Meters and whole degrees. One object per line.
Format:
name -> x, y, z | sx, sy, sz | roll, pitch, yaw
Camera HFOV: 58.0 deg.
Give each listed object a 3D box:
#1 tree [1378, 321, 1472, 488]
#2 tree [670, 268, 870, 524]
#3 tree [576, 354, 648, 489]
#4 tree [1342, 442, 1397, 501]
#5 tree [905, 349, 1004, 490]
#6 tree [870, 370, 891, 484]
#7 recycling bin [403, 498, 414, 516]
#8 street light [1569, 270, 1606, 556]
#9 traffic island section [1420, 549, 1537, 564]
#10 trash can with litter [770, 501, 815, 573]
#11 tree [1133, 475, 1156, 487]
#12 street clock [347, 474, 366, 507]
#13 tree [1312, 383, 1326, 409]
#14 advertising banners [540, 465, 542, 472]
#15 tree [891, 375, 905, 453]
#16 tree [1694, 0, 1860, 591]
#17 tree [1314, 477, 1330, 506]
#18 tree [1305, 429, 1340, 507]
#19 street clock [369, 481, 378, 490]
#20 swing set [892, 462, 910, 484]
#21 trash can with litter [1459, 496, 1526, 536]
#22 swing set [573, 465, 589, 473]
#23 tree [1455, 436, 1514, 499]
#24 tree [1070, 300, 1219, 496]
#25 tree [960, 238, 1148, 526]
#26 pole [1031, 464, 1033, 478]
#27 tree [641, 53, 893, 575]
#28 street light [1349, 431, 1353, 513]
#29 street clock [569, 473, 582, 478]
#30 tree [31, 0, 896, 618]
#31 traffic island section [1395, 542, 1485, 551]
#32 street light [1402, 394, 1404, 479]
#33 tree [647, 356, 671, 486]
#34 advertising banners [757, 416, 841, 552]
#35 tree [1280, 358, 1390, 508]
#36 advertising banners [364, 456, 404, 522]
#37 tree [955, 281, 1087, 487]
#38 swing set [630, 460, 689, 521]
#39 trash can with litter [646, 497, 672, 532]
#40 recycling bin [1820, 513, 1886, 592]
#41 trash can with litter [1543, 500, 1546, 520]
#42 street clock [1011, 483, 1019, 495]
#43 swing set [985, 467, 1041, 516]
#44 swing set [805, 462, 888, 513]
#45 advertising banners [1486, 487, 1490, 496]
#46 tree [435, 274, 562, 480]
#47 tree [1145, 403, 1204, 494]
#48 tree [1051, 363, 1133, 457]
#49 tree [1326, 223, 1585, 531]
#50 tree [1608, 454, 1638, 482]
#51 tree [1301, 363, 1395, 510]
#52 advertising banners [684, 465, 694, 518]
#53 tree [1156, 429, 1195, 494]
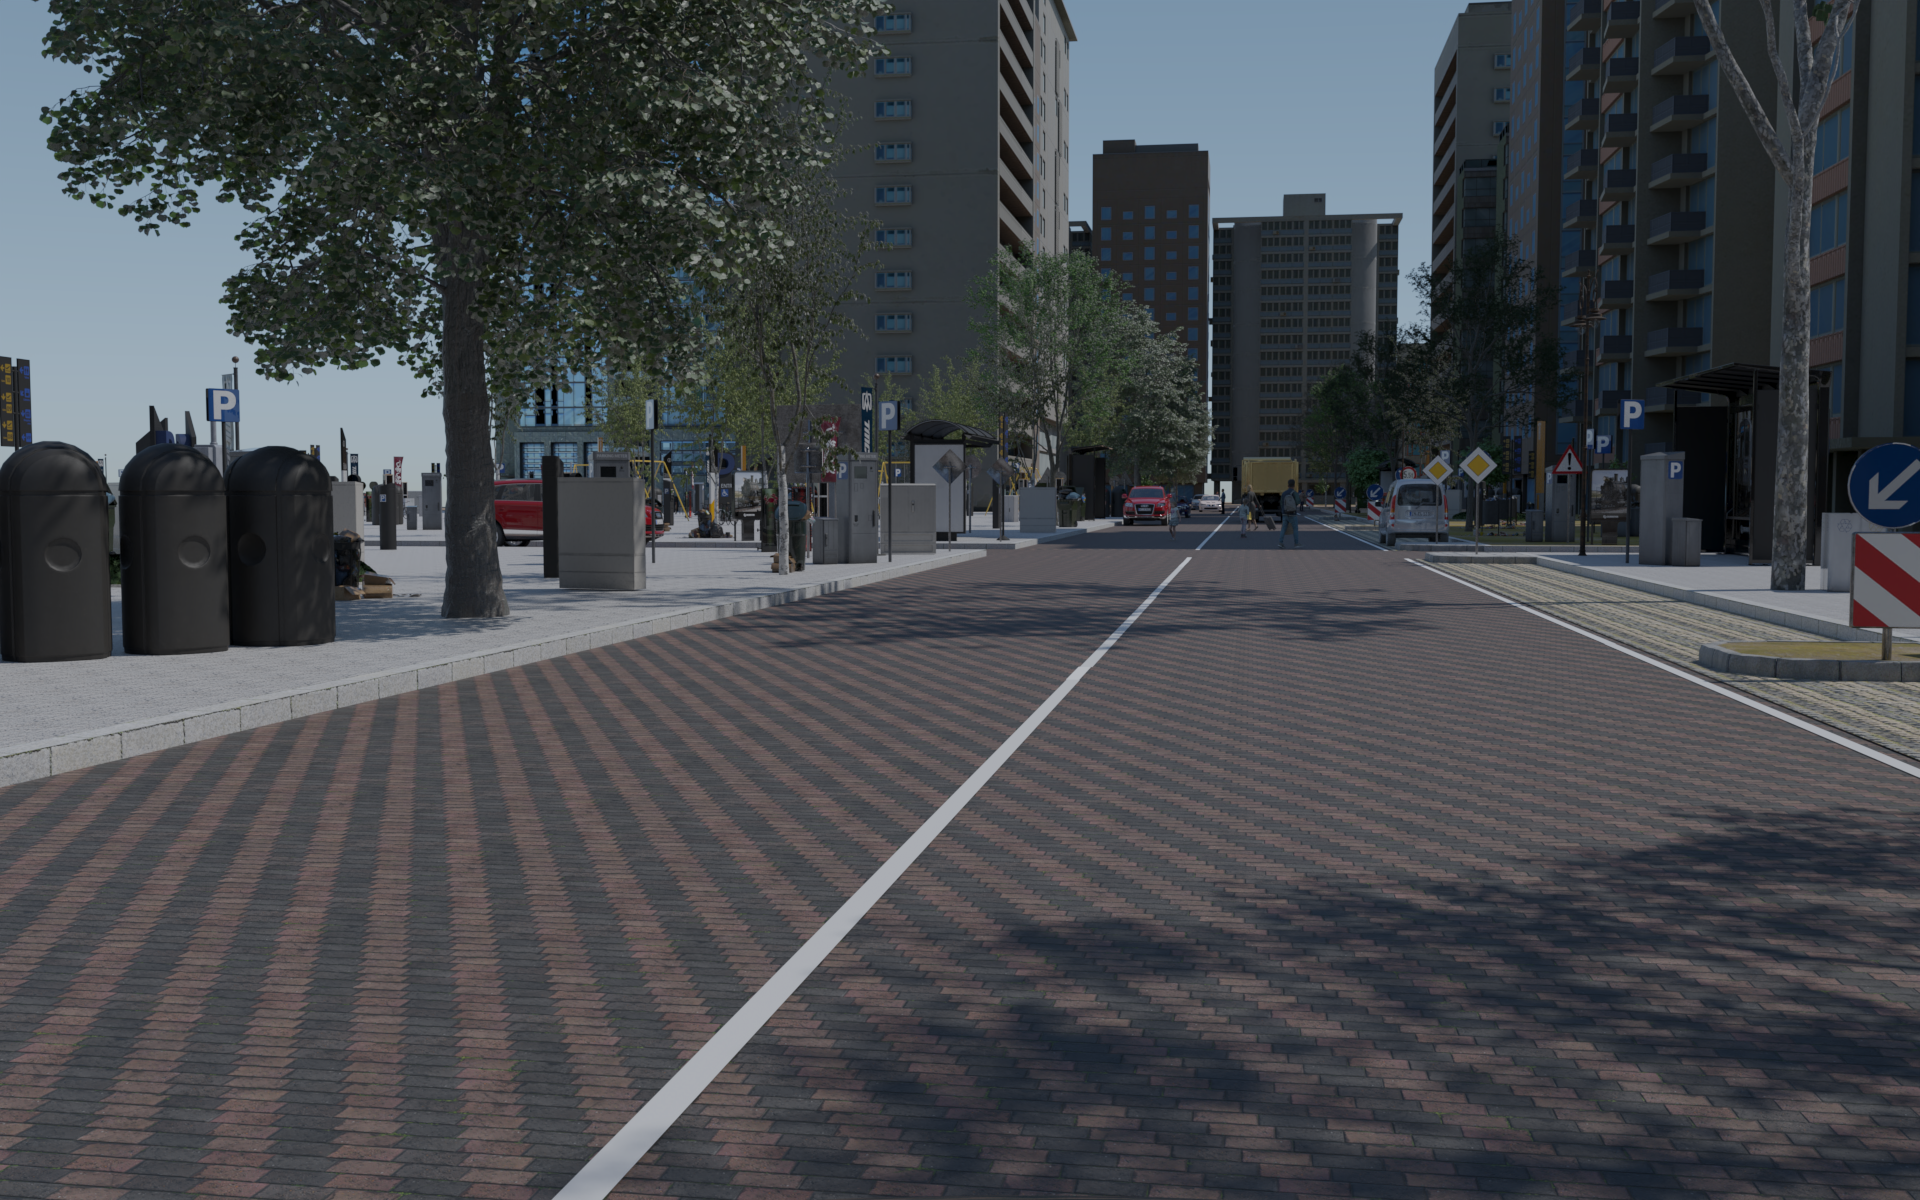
tree -> 19.689, -7.510, 73.145 | 4.360, 8.622, 3.978 | 0, 3, 0
tree -> -6.104, -6.483, 56.358 | 4.737, 8.622, 4.395 | 0, 3, 0
tree -> -13.863, -7.531, 73.490 | 4.737, 8.622, 4.395 | 0, 3, 0
tree -> 24.694, -7.396, 104.634 | 4.285, 4.588, 4.351 | 0, 3, 0
tree -> 0.298, -8.412, 87.899 | 4.737, 8.622, 4.395 | 0, 3, 0
tree -> -4.855, -9.289, 102.241 | 4.737, 8.622, 4.395 | 0, 3, 0
recycling bin -> -33.181, -5.576, 103.723 | 0.722, 1.027, 0.722 | 2, 4, 34
street light -> 12.945, -3.857, 35.842 | 0.468, 5.910, 1.993 | 1, 4, 9
traffic island section -> 10.983, -0.886, 36.761 | 2.009, 0.180, 2.903 | 1, 4, 9
trash can with litter -> -2.778, -1.050, 28.560 | 0.624, 1.170, 1.055 | 0, 4, 6
tree -> 14.055, -8.416, 132.210 | 1.663, 3.219, 1.824 | 0, 3, 0
street clock -> -22.042, -3.576, 63.040 | 0.471, 2.002, 0.358 | 1, 4, 8
tree -> 22.770, -9.535, 90.314 | 8.767, 10.594, 7.601 | 0, 4, 7
advertising banners -> -23.955, -6.540, 103.113 | 2.074, 3.025, 0.090 | 0, 4, 4
tree -> -0.858, -9.010, 97.668 | 4.737, 8.622, 4.395 | 0, 3, 0
tree -> 10.072, -10.262, 23.675 | 12.611, 20.169, 13.585 | 0, 3, 0
tree -> 39.965, -12.056, 191.719 | 1.663, 3.219, 1.824 | 0, 3, 0
tree -> 37.525, -13.957, 178.553 | 4.737, 8.622, 4.395 | 0, 3, 0
street clock -> -33.389, -5.756, 98.681 | 0.471, 2.002, 0.358 | 1, 4, 21
swing set -> -2.495, -5.305, 84.359 | 3.119, 2.851, 2.862 | 1, 4, 16
trash can with litter -> 16.618, -2.567, 53.027 | 2.233, 1.210, 1.678 | 2, 4, 30
swing set -> -18.872, -5.754, 91.697 | 3.119, 2.851, 2.862 | 0, 4, 6
tree -> 29.451, -6.928, 96.993 | 4.285, 4.588, 4.351 | 0, 3, 0
tree -> 11.689, -12.616, 112.935 | 9.857, 13.997, 8.962 | 0, 3, 0
tree -> 3.793, -8.813, 69.850 | 9.928, 11.665, 9.643 | 0, 3, 0
pole -> 4.797, -7.444, 115.553 | 0.158, 3.312, 0.155 | 0, 3, 0
tree -> -2.888, -4.689, 27.026 | 4.360, 8.622, 3.978 | 0, 3, 0
street light -> 26.574, -8.867, 117.763 | 0.468, 5.910, 1.993 | 1, 4, 9
street clock -> -12.958, -3.297, 58.471 | 0.358, 2.002, 0.471 | 2, 4, 26
tree -> -5.053, -6.793, 17.726 | 9.857, 13.997, 8.962 | 0, 3, 0
traffic island section -> 12.304, -1.367, 44.636 | 2.009, 0.180, 2.903 | 1, 4, 9
street light -> 19.903, -6.425, 77.839 | 0.468, 5.910, 1.993 | 1, 4, 9
tree -> -9.035, -6.934, 63.735 | 4.737, 8.622, 4.395 | 0, 3, 0
advertising banners -> -3.553, -2.587, 38.478 | 2.074, 3.025, 0.090 | -2, 4, -31
tree -> 33.903, -14.997, 155.575 | 12.009, 13.543, 11.850 | 0, 3, 0
advertising banners -> -26.540, -5.117, 79.848 | 0.090, 3.025, 2.074 | 3, 5, 40
tree -> 2.296, -6.685, 59.655 | 4.360, 8.622, 3.978 | 0, 3, 0
swing set -> -14.594, -5.110, 81.170 | 2.862, 2.851, 3.119 | 1, 4, 20
trash can with litter -> -10.338, -2.915, 59.054 | 0.624, 1.170, 1.055 | 2, 4, 25
recycling bin -> 11.817, -0.631, 22.870 | 0.722, 1.027, 0.722 | 1, 4, 18
trash can with litter -> 29.071, -4.564, 86.003 | 0.624, 1.170, 1.055 | -2, 4, -29
street clock -> 3.727, -6.890, 117.215 | 0.471, 2.002, 0.358 | -3, 4, -37
swing set -> 3.345, -6.385, 102.014 | 2.862, 2.851, 3.119 | -2, 4, -30
swing set -> -4.676, -3.846, 60.509 | 3.119, 2.851, 2.862 | 2, 4, 29
advertising banners -> 31.861, -6.655, 104.999 | 0.090, 3.025, 2.074 | 0, 4, 0
tree -> -14.239, -6.280, 53.038 | 4.360, 8.622, 3.978 | 0, 3, 0
tree -> 21.163, -14.810, 176.550 | 7.601, 10.594, 8.767 | -1, 4, -12
tree -> 7.234, -8.793, 94.122 | 4.737, 8.622, 4.395 | 0, 3, 0
tree -> 17.801, -7.629, 59.145 | 7.601, 10.594, 8.767 | 0, 4, -8
tree -> 31.545, -5.443, 83.596 | 1.663, 3.219, 1.824 | 0, 3, 0
tree -> 30.612, -12.861, 136.025 | 9.928, 11.665, 9.643 | 0, 3, 0
advertising banners -> -14.482, -5.908, 92.776 | 0.090, 3.025, 2.074 | 0, 4, 5
tree -> 20.301, -13.148, 165.335 | 4.737, 8.622, 4.395 | 0, 3, 0
